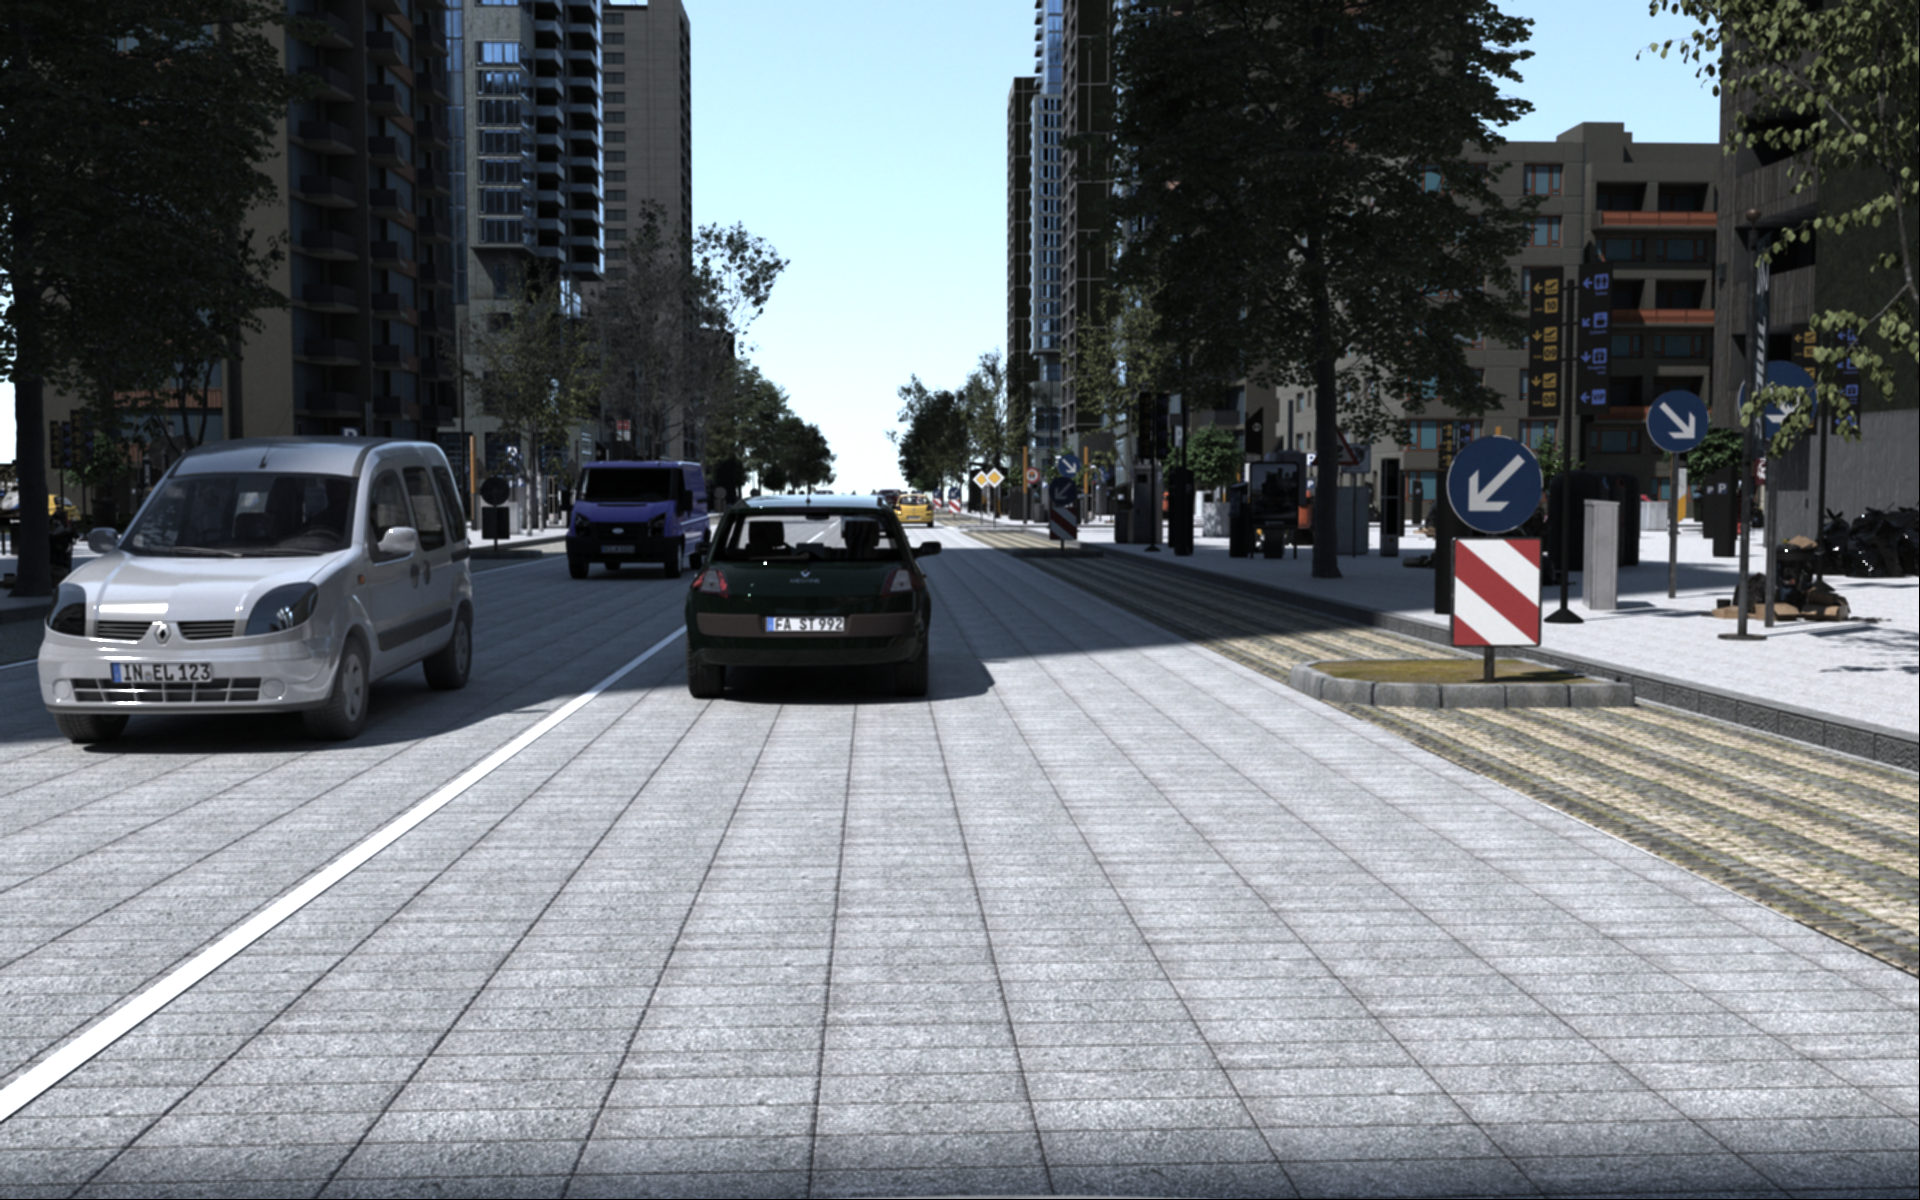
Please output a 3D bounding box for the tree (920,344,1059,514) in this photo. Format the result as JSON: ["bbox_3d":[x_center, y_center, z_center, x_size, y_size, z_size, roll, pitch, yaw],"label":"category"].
[{"bbox_3d":[1.768,-10.638,108.351,8.767,10.594,7.601,0,4,-7],"label":"tree"}]

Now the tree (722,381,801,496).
[{"bbox_3d":[-18.301,-14.241,158.595,9.928,11.665,9.643,0,3,0],"label":"tree"}]

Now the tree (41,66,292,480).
[{"bbox_3d":[-13.350,-4.859,29.814,4.360,8.622,3.978,0,3,0],"label":"tree"}]

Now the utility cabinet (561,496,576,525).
[{"bbox_3d":[-15.924,-3.672,71.199,1.020,1.237,0.306,2,4,29],"label":"utility cabinet"}]

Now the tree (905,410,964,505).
[{"bbox_3d":[-2.667,-17.172,206.518,9.928,11.665,9.643,0,3,0],"label":"tree"}]

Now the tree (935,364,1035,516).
[{"bbox_3d":[1.881,-9.096,99.085,4.737,8.622,4.395,0,3,0],"label":"tree"}]

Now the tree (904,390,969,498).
[{"bbox_3d":[-2.380,-16.546,188.648,7.486,12.596,7.792,0,3,0],"label":"tree"}]

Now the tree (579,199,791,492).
[{"bbox_3d":[-17.689,-15.674,112.154,12.611,20.169,13.585,0,3,0],"label":"tree"}]

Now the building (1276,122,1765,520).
[{"bbox_3d":[35.691,-15.563,99.497,28.899,21.520,27.650,0,4,-3],"label":"building"}]

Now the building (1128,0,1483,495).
[{"bbox_3d":[25.435,-29.044,129.487,22.147,44.769,28.867,0,4,-3],"label":"building"}]

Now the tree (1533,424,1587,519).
[{"bbox_3d":[16.310,-3.284,48.292,1.663,3.219,1.824,0,3,0],"label":"tree"}]

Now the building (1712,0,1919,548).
[{"bbox_3d":[24.695,-16.280,37.877,14.160,30.474,14.107,0,4,-3],"label":"building"}]

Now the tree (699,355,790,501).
[{"bbox_3d":[-17.697,-13.702,142.157,7.486,12.596,7.792,0,3,0],"label":"tree"}]

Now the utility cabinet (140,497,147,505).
[{"bbox_3d":[-15.167,-1.354,33.297,1.020,1.237,0.306,0,4,-4],"label":"utility cabinet"}]

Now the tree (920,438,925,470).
[{"bbox_3d":[-1.969,-13.928,178.089,4.737,8.622,4.395,0,3,0],"label":"tree"}]

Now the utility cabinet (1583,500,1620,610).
[{"bbox_3d":[7.251,-0.515,19.587,0.306,1.237,1.020,1,4,15],"label":"utility cabinet"}]

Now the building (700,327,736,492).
[{"bbox_3d":[-46.183,-32.183,297.888,14.160,30.474,14.107,0,4,-3],"label":"building"}]

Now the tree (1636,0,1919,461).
[{"bbox_3d":[6.808,-3.739,11.493,4.737,8.622,4.395,0,3,0],"label":"tree"}]

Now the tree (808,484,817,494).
[{"bbox_3d":[-25.952,-21.360,299.600,4.737,8.622,4.395,0,3,0],"label":"tree"}]

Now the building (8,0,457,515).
[{"bbox_3d":[-43.976,-27.575,105.471,22.147,44.769,28.867,0,4,-3],"label":"building"}]

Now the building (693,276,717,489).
[{"bbox_3d":[-54.503,-35.815,277.459,32.217,40.220,23.993,0,4,-3],"label":"building"}]

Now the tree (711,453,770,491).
[{"bbox_3d":[-17.881,-9.235,134.702,4.285,4.588,4.351,0,3,0],"label":"tree"}]

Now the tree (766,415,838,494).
[{"bbox_3d":[-23.442,-20.046,244.763,9.611,12.733,9.660,0,3,0],"label":"tree"}]

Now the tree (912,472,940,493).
[{"bbox_3d":[-4.224,-16.165,248.013,4.285,4.588,4.351,0,3,0],"label":"tree"}]

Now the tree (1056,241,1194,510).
[{"bbox_3d":[4.882,-6.034,49.015,4.737,8.622,4.395,0,3,0],"label":"tree"}]

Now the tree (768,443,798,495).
[{"bbox_3d":[-22.306,-16.357,217.796,4.360,8.622,3.978,0,3,0],"label":"tree"}]

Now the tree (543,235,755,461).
[{"bbox_3d":[-14.892,-10.583,83.403,12.009,13.543,11.850,0,3,0],"label":"tree"}]

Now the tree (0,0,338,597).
[{"bbox_3d":[-11.901,-6.339,21.763,7.486,12.596,7.792,0,3,0],"label":"tree"}]

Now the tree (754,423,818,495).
[{"bbox_3d":[-21.672,-16.836,209.683,8.767,10.594,7.601,-2,4,-33],"label":"tree"}]

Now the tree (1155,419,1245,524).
[{"bbox_3d":[10.979,-5.576,74.889,4.285,4.588,4.351,0,3,0],"label":"tree"}]

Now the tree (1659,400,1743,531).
[{"bbox_3d":[26.208,-4.710,60.723,4.285,4.588,4.351,0,3,0],"label":"tree"}]

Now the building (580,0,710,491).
[{"bbox_3d":[-47.685,-49.867,253.584,20.563,71.187,20.611,0,4,-3],"label":"building"}]

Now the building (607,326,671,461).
[{"bbox_3d":[-47.627,-21.181,191.356,27.650,21.520,28.899,0,4,-3],"label":"building"}]

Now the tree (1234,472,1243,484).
[{"bbox_3d":[17.636,-7.189,112.142,1.663,3.219,1.824,0,3,0],"label":"tree"}]

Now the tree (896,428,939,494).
[{"bbox_3d":[-6.396,-23.479,290.536,9.857,13.997,8.962,0,3,0],"label":"tree"}]

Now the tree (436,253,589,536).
[{"bbox_3d":[-13.329,-6.247,52.502,4.360,8.622,3.978,0,3,0],"label":"tree"}]

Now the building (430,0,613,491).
[{"bbox_3d":[-44.012,-51.777,159.226,22.319,86.520,31.000,0,4,-3],"label":"building"}]

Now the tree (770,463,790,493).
[{"bbox_3d":[-19.171,-11.946,179.024,4.285,4.588,4.351,0,3,0],"label":"tree"}]

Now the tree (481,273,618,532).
[{"bbox_3d":[-13.949,-6.606,58.370,4.737,8.622,4.395,0,3,0],"label":"tree"}]

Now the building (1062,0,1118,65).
[{"bbox_3d":[20.729,-46.529,198.998,20.563,71.187,20.611,0,4,-3],"label":"building"}]

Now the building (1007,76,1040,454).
[{"bbox_3d":[16.799,-52.497,296.574,20.563,71.187,20.611,0,4,-3],"label":"building"}]

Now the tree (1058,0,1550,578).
[{"bbox_3d":[5.219,-6.615,26.281,7.486,12.596,7.792,0,3,0],"label":"tree"}]

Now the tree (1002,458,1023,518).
[{"bbox_3d":[2.949,-6.095,94.253,1.663,3.219,1.824,0,3,0],"label":"tree"}]

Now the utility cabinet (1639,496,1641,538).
[{"bbox_3d":[19.291,-2.405,50.490,0.306,1.237,1.020,-3,5,-42],"label":"utility cabinet"}]

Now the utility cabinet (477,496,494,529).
[{"bbox_3d":[-17.093,-3.177,63.108,1.020,1.237,0.306,0,4,5],"label":"utility cabinet"}]

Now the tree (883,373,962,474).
[{"bbox_3d":[-5.615,-25.214,268.137,12.611,20.169,13.585,0,3,0],"label":"tree"}]

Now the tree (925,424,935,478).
[{"bbox_3d":[-0.199,-12.555,155.637,4.737,8.622,4.395,0,3,0],"label":"tree"}]

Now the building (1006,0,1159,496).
[{"bbox_3d":[19.553,-58.551,269.973,22.319,86.520,31.000,0,4,-3],"label":"building"}]

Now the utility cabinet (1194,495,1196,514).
[{"bbox_3d":[14.997,-5.982,108.962,1.020,1.237,0.306,-1,4,-19],"label":"utility cabinet"}]

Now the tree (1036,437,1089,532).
[{"bbox_3d":[3.682,-3.935,58.934,1.663,3.219,1.824,0,3,0],"label":"tree"}]
